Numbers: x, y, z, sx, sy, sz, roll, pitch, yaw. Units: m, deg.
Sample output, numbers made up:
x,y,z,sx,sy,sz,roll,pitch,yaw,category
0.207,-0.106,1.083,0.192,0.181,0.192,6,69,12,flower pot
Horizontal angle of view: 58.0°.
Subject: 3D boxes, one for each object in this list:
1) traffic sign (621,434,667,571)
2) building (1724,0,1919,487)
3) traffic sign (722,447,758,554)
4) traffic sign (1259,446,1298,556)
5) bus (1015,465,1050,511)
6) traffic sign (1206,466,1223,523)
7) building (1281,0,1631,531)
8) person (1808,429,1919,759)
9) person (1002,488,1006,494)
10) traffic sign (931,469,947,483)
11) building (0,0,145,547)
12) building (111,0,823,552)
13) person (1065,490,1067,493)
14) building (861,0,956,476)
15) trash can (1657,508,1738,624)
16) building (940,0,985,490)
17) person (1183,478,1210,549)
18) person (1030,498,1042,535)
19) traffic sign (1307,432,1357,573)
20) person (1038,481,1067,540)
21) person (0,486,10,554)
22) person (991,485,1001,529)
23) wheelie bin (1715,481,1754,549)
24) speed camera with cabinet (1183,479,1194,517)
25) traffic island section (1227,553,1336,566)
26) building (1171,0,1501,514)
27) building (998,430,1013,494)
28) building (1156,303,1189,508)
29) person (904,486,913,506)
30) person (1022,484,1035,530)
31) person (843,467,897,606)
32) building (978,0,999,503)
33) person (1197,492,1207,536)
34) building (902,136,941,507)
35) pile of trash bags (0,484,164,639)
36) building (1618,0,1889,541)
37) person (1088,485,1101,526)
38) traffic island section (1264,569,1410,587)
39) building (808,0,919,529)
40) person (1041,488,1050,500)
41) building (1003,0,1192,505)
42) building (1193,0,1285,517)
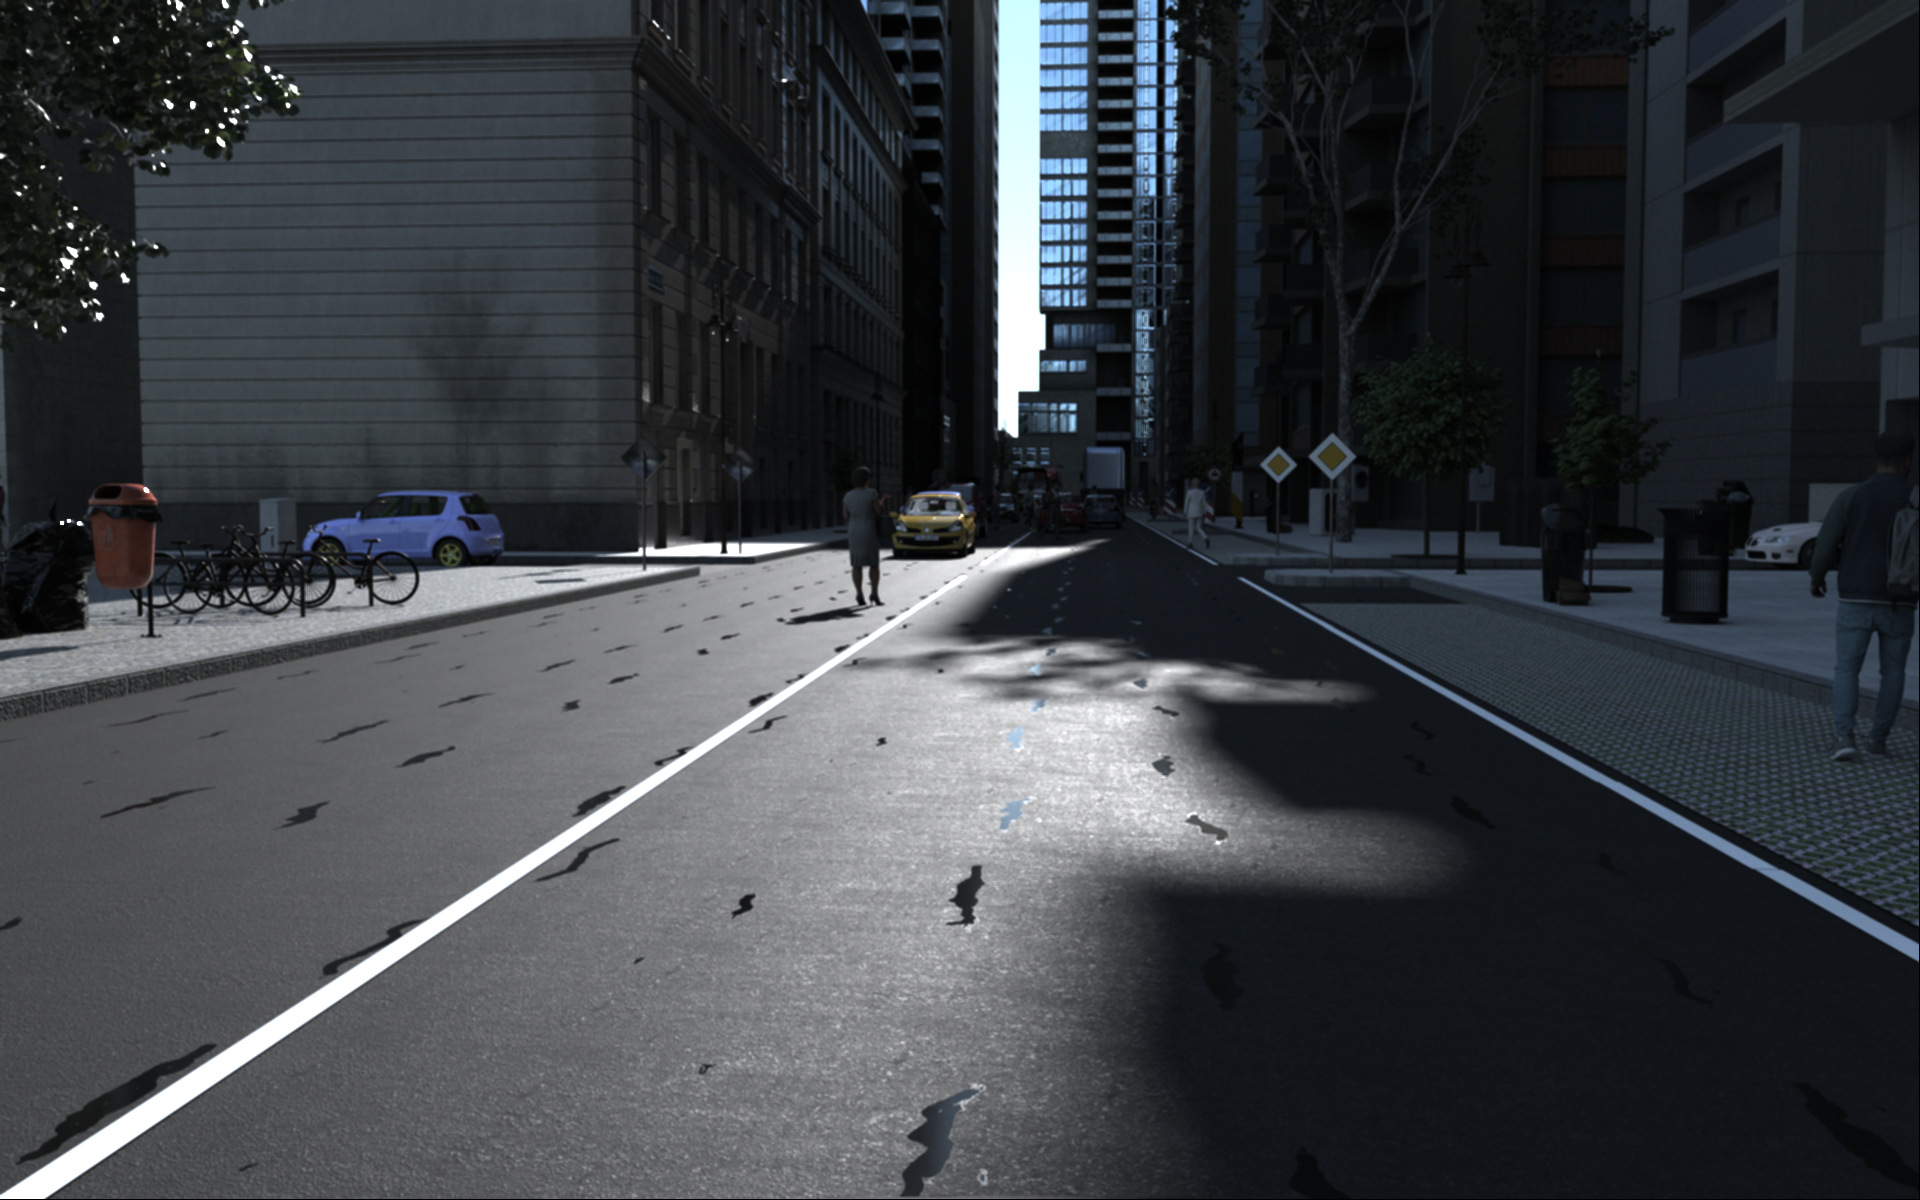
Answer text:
x,y,z,sx,sy,sz,roll,pitch,yaw,category
-5.284,-1.549,28.967,0.795,2.450,0.064,0,4,4,traffic sign
23.482,-25.775,10.660,28.713,52.752,27.495,0,4,4,building
-4.690,-2.036,36.930,0.795,2.450,0.064,0,4,4,traffic sign
6.621,-1.983,36.068,0.795,2.450,0.064,0,4,4,traffic sign
6.254,-9.663,149.540,2.896,3.916,12.252,0,4,3,bus
11.459,-4.764,77.993,0.768,2.556,0.104,0,4,6,traffic sign
23.816,-25.479,71.213,22.147,44.769,28.867,0,4,4,building
4.959,-0.030,9.341,0.623,1.781,0.721,1,4,12,person
2.842,-6.130,109.005,0.850,1.792,0.678,0,4,3,person
-1.062,-5.311,86.944,0.768,2.556,0.104,1,4,9,traffic sign
-29.482,-11.596,44.349,16.860,20.320,10.420,0,4,4,building
-11.825,-15.455,49.945,12.463,27.353,25.104,0,4,4,building
8.719,-8.160,142.696,1.217,1.735,0.721,0,4,7,person
-11.076,-49.813,127.120,22.319,86.520,31.000,0,4,4,building
7.330,-0.343,17.256,0.748,1.137,0.748,0,3,0,trash can
-5.204,-30.634,150.977,14.600,45.320,14.200,0,4,4,building
6.105,-2.216,44.608,0.514,1.842,0.818,-2,4,-34,person
2.652,-2.911,60.346,0.590,1.304,0.306,-3,4,-39,person
6.027,-1.496,28.105,0.795,2.450,0.064,0,4,4,traffic sign
2.896,-2.801,54.255,0.822,1.834,0.622,2,4,31,person
-18.643,-1.527,33.435,0.580,1.828,0.573,3,4,36,person
1.484,-3.849,71.440,0.388,1.821,0.555,-2,4,-35,person
18.167,-2.005,40.695,0.693,1.594,0.980,-1,4,-18,wheelie bin
13.042,-6.376,98.588,0.660,3.252,2.038,0,4,6,speed camera with cabinet
6.645,-0.848,36.144,2.009,0.180,2.903,0,4,4,traffic island section
28.706,-29.713,140.436,22.147,44.769,28.867,0,4,4,building
-7.725,-37.992,210.401,27.495,52.752,28.713,0,4,4,building
33.829,-19.902,170.438,27.650,21.520,28.899,0,4,4,building
-1.704,-3.056,59.471,0.522,1.701,0.512,-3,5,-44,person
2.740,-3.744,69.563,0.795,1.843,0.661,3,5,39,person
-1.130,-0.823,22.314,0.716,1.782,0.532,1,4,20,person
-10.273,-38.806,176.471,28.212,58.520,21.231,0,4,4,building
8.155,-2.913,58.725,0.503,1.515,0.523,2,4,31,person
-7.945,-16.562,100.469,12.332,23.373,15.834,0,4,4,building
-8.648,-0.371,15.822,3.447,1.369,1.912,1,4,22,pile of trash bags
34.105,-30.649,43.104,28.212,58.520,21.231,0,4,4,building
5.994,-4.261,78.268,0.850,1.850,0.679,2,4,27,person
6.051,-0.361,28.181,2.009,0.180,2.903,0,4,4,traffic island section
-11.322,-14.953,77.766,16.112,22.955,30.059,0,4,4,building
5.762,-6.443,113.775,1.348,1.831,0.705,-2,4,-32,person
21.211,-54.522,204.112,31.000,86.520,22.319,0,4,4,building
21.308,-27.677,102.631,14.600,45.320,14.200,0,4,4,building
